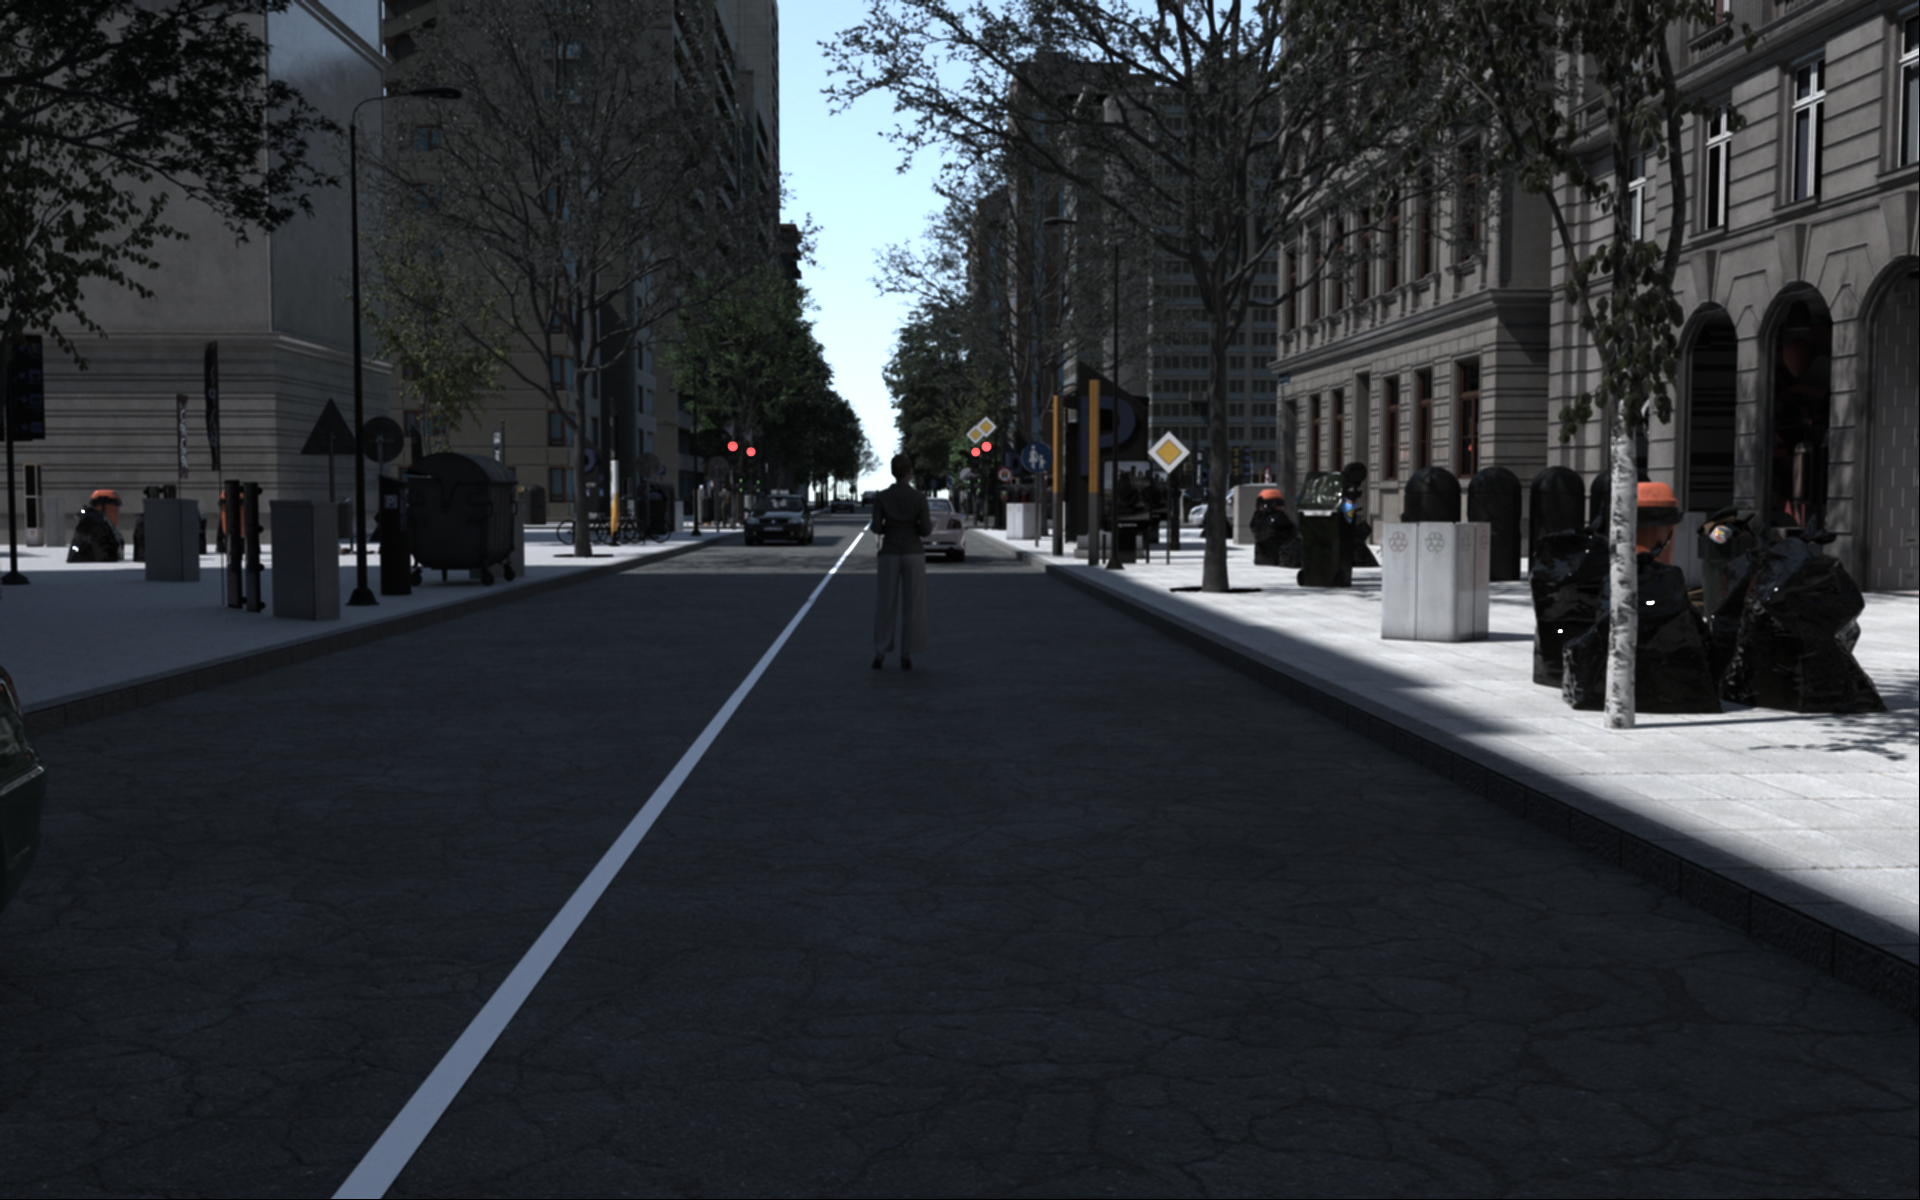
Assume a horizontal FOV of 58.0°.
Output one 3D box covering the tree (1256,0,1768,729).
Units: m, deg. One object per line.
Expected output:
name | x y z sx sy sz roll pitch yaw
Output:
tree | 3.386 -3.602 9.249 4.360 8.622 3.978 0 3 0

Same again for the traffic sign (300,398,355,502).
traffic sign | -8.514 -1.437 23.494 0.884 2.594 0.081 0 4 4

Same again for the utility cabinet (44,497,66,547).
utility cabinet | -22.094 -1.904 42.290 0.306 1.237 1.020 -1 4 -18

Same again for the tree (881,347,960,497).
tree | -2.833 -21.516 207.672 12.611 20.169 13.585 0 3 0

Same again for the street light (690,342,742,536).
street light | -7.547 -4.918 52.953 1.470 5.913 1.316 0 4 -2

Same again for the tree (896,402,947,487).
tree | -2.819 -15.633 173.725 7.486 12.596 7.792 0 3 0

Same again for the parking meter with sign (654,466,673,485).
parking meter with sign | -18.321 -6.874 108.656 0.543 3.016 1.738 1 4 20

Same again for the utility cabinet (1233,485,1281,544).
utility cabinet | 7.513 -2.152 43.856 1.173 1.500 0.318 -1 4 -17

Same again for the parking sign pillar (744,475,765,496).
parking sign pillar | -16.218 -9.228 139.342 1.447 3.967 1.447 -3 5 -41

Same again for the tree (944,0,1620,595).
tree | 3.384 -6.838 22.166 12.009 13.543 11.850 0 3 0

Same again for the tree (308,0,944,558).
tree | -7.820 -7.613 34.851 12.009 13.543 11.850 0 3 0

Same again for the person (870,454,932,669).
person | -0.473 -0.316 14.222 0.519 1.759 0.362 0 4 6

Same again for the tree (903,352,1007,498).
tree | -0.158 -12.173 124.782 9.928 11.665 9.643 0 3 0

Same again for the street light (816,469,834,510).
street light | -10.868 -10.029 136.518 1.470 5.913 1.316 0 4 -2

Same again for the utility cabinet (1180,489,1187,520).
utility cabinet | 10.971 -4.564 83.296 0.318 1.500 1.173 2 4 32

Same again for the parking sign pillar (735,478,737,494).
parking sign pillar | -18.212 -9.496 143.724 1.447 3.967 1.447 1 4 19

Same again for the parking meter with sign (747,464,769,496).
parking meter with sign | -11.612 -6.173 97.188 1.738 3.016 0.543 -1 4 -15

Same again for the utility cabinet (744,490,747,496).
utility cabinet | -12.349 -5.742 102.562 1.173 1.500 0.318 0 4 -6

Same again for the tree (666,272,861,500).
tree | -10.513 -10.550 89.501 9.611 12.733 9.660 0 3 0

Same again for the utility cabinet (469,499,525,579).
utility cabinet | -7.123 -0.947 26.648 0.306 1.237 1.020 1 4 23

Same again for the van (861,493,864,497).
van | -11.564 -13.015 219.812 2.013 2.044 4.112 0 4 -2

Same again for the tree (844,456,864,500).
tree | -18.001 -20.568 286.656 4.360 8.622 3.978 0 3 0

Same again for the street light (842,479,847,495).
street light | -12.536 -12.655 179.457 1.470 5.913 1.316 0 4 -2

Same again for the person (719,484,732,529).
person | -8.934 -3.522 66.052 0.622 1.834 0.822 -1 4 -17

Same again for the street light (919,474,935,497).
street light | -2.881 -11.181 155.356 1.470 5.913 1.316 0 4 -2

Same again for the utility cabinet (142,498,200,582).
utility cabinet | -11.660 -0.885 25.625 1.020 1.237 0.306 2 4 35

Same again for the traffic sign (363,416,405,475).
traffic sign | -9.465 -1.728 28.354 0.768 2.556 0.104 0 4 6

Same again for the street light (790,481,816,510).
street light | -9.552 -8.006 103.444 1.470 5.913 1.316 0 4 -2

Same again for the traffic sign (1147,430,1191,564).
traffic sign | 3.792 -1.855 31.511 0.795 2.450 0.064 0 4 5

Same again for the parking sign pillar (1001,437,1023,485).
parking sign pillar | 2.461 -5.713 81.877 1.447 3.967 1.447 3 4 36

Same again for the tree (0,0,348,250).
tree | -7.914 -4.747 12.023 7.601 10.594 8.767 0 4 -3

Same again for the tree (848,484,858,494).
tree | -18.143 -18.280 293.479 1.663 3.219 1.824 0 3 0

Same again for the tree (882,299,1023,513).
tree | -0.166 -12.515 111.272 9.857 13.997 8.962 0 3 0

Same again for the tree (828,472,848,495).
tree | -15.050 -16.252 216.088 4.737 8.622 4.395 0 3 0

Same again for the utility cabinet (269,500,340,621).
utility cabinet | -6.785 -0.415 17.952 0.306 1.237 1.020 -3 5 -44

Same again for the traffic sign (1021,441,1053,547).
traffic sign | 1.864 -2.556 41.895 0.768 2.556 0.104 0 4 4

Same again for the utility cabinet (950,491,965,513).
utility cabinet | -0.088 -6.622 116.956 1.173 1.500 0.318 1 4 15

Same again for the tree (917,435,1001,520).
tree | 0.864 -6.313 86.938 4.285 4.588 4.351 0 3 0

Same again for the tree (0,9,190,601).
tree | -11.636 -4.310 20.836 4.737 8.622 4.395 0 3 0

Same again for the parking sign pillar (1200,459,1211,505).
parking sign pillar | 18.943 -8.810 132.511 1.447 3.967 1.447 -2 4 -32

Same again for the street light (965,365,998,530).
street light | 0.765 -5.493 62.357 1.470 5.913 1.316 0 4 -2

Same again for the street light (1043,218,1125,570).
street light | 2.091 -3.471 29.284 1.470 5.913 1.316 0 4 -2

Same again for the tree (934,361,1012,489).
tree | 0.915 -8.912 96.076 4.737 8.622 4.395 0 3 0

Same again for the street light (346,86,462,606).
street light | -6.371 -2.895 19.874 1.470 5.913 1.316 0 4 -2

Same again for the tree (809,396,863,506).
tree | -14.091 -16.510 188.062 7.486 12.596 7.792 0 3 0

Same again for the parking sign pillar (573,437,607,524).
parking sign pillar | -15.971 -5.266 74.566 1.447 3.967 1.447 2 4 26

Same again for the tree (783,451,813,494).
tree | -14.250 -9.791 143.788 4.285 4.588 4.351 0 3 0

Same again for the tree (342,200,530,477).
tree | -12.843 -5.646 42.667 4.737 8.622 4.395 0 3 0

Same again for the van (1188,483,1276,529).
van | 10.829 -3.636 66.456 4.112 2.044 2.013 0 4 -1

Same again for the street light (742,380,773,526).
street light | -8.290 -5.983 70.368 1.470 5.913 1.316 0 4 -2

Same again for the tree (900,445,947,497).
tree | -3.903 -19.170 230.429 9.611 12.733 9.660 0 3 0

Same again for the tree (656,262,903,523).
tree | -9.566 -9.190 76.015 9.928 11.665 9.643 0 3 0

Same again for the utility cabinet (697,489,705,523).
utility cabinet | -11.420 -4.102 75.752 0.318 1.500 1.173 0 4 1

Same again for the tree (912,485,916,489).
tree | -2.521 -12.299 184.794 4.285 4.588 4.351 0 3 0

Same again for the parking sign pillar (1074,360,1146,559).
parking sign pillar | 2.999 -2.818 34.543 1.447 3.967 1.447 0 4 7

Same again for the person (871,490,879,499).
person | -8.493 -10.373 177.726 1.348 1.869 0.705 -3 4 -36

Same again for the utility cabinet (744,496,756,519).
utility cabinet | -8.901 -3.796 73.220 0.306 1.237 1.020 1 4 12
